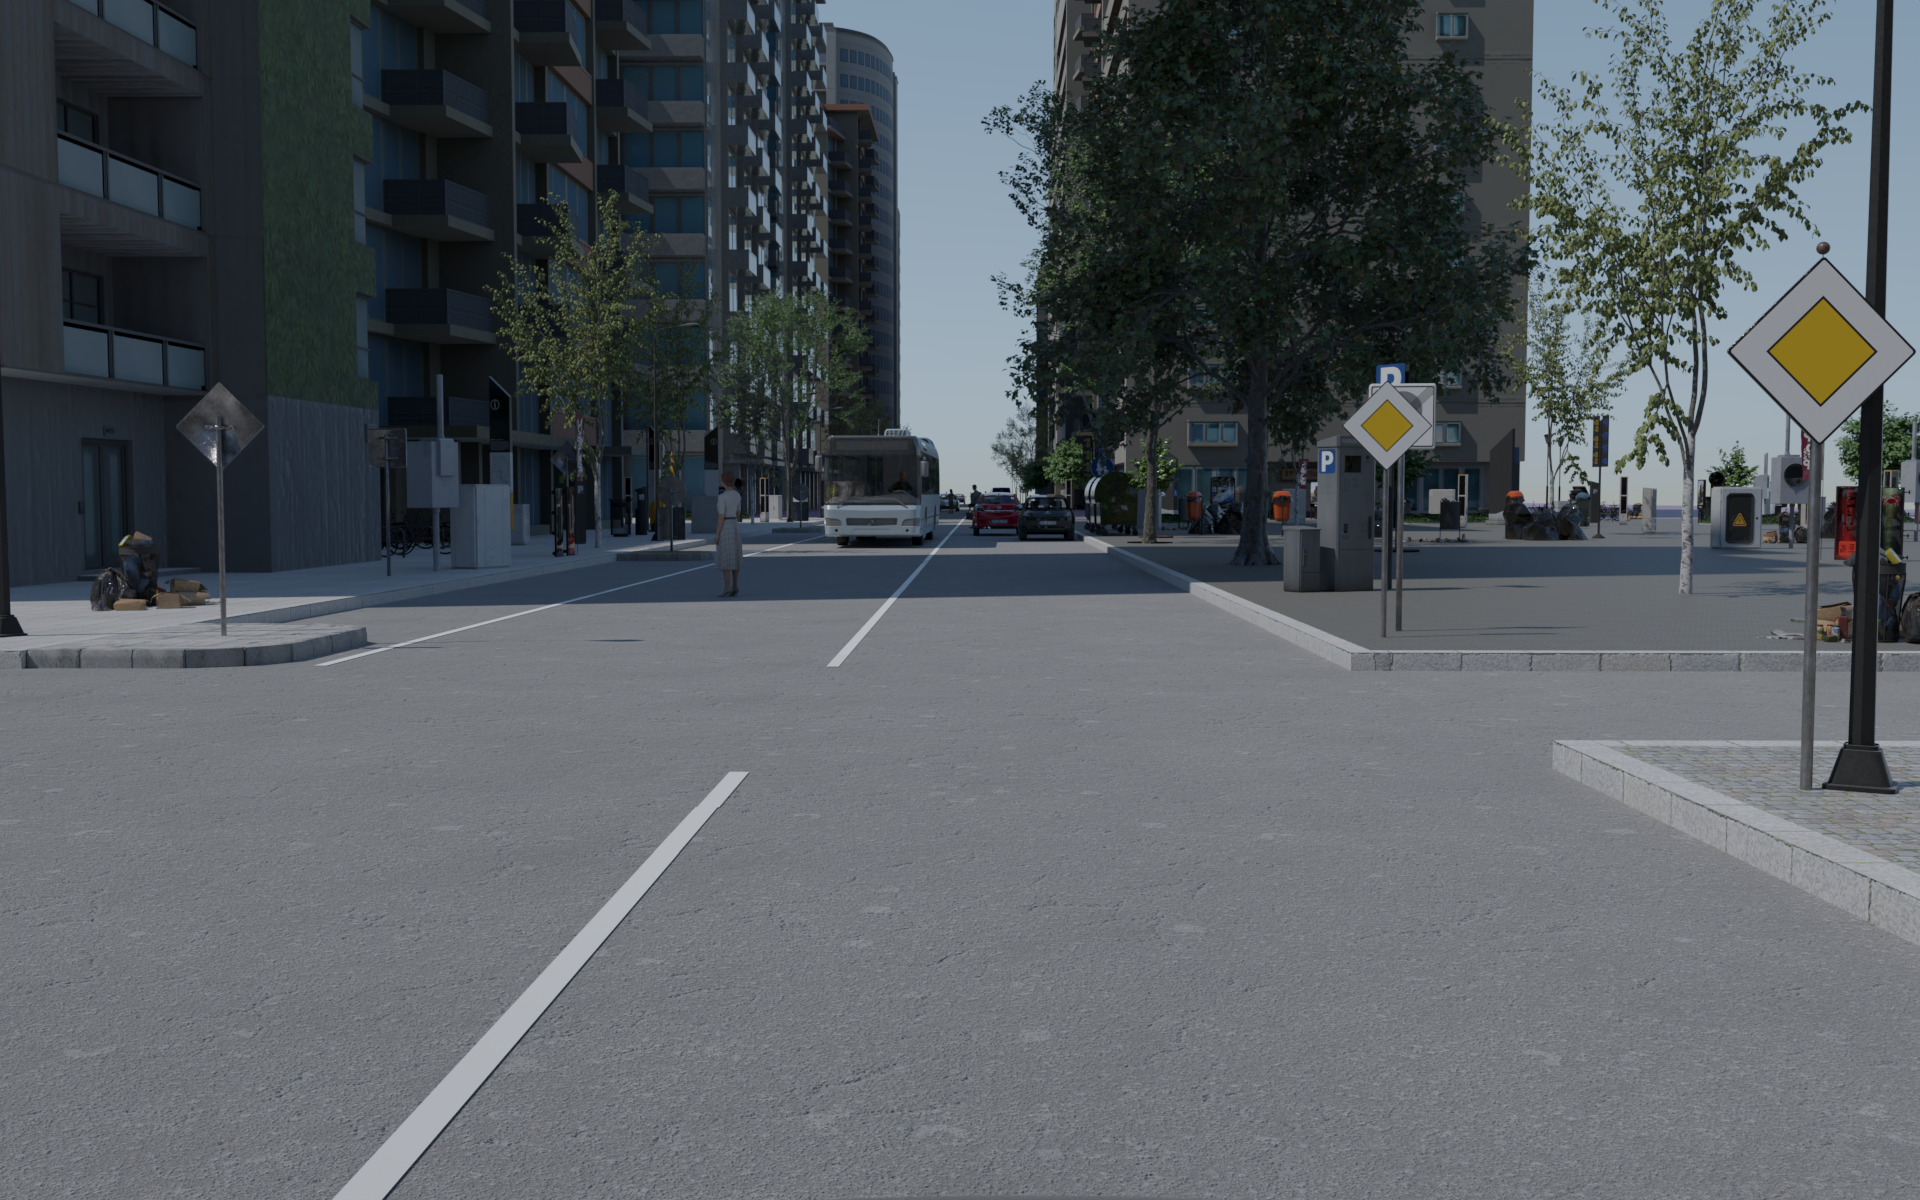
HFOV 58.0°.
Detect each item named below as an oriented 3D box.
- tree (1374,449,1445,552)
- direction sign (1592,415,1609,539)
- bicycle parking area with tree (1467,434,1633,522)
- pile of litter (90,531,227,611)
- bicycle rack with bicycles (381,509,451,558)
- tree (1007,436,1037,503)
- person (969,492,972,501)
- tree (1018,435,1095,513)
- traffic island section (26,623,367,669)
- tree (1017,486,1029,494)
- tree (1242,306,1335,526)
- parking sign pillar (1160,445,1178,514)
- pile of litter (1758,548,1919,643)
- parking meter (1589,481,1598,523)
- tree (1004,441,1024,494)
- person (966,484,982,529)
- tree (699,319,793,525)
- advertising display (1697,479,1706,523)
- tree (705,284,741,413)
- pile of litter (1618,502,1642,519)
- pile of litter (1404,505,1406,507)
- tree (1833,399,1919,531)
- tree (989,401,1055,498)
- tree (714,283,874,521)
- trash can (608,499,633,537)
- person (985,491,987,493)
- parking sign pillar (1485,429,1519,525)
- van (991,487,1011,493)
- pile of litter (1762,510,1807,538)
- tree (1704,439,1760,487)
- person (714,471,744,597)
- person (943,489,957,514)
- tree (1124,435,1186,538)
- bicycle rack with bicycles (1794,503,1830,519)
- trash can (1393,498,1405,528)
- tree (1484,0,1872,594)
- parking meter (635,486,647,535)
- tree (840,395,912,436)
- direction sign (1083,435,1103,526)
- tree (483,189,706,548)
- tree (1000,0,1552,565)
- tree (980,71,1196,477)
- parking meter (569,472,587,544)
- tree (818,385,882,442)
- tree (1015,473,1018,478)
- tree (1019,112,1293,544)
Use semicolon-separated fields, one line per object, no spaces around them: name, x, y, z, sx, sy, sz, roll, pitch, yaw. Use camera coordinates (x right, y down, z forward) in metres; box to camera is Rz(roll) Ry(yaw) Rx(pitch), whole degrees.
tree;9.654;-2.689;38.570;1.663;3.219;1.824;0;3;0
direction sign;18.484;-3.549;50.031;0.379;3.537;0.876;0;4;-8
bicycle parking area with tree;29.068;-6.009;85.242;9.016;4.147;8.231;3;4;38
pile of litter;-9.132;-0.353;19.744;1.176;0.858;1.719;3;4;36
bicycle rack with bicycles;-12.149;-1.370;35.777;2.925;0.926;2.852;0;4;4
tree;7.229;-15.554;204.663;4.737;8.622;4.395;0;3;0
person;1.312;-11.778;202.533;0.415;1.643;0.593;0;4;2
tree;6.302;-6.849;95.701;4.285;4.588;4.351;0;3;0
traffic island section;-6.681;0.404;15.670;2.009;0.180;2.903;0;4;1
tree;8.205;-13.498;215.287;1.663;3.219;1.824;0;3;0
tree;12.402;-6.939;63.813;4.360;8.622;3.978;0;3;0
parking sign pillar;10.515;-6.145;88.935;1.447;3.967;1.447;3;4;37
pile of litter;8.027;-0.080;15.279;1.719;0.858;1.176;3;4;37
parking meter;28.178;-4.355;76.913;0.399;1.863;0.255;0;4;5
tree;7.763;-17.736;240.345;4.360;8.622;3.978;0;3;0
person;0.690;-3.847;71.366;0.822;1.834;0.622;3;4;37
tree;-8.730;-7.454;72.239;4.360;8.622;3.978;0;3;0
advertising display;32.832;-4.371;76.687;0.123;1.923;0.974;1;4;9
tree;-8.872;-6.279;53.028;4.737;8.622;4.395;0;3;0
pile of litter;34.666;-4.571;88.701;1.176;0.858;1.719;-3;5;-43
pile of litter;21.196;-4.268;83.745;1.176;0.858;1.719;-3;5;-40
tree;31.887;-4.659;59.892;4.285;4.588;4.351;0;3;0
tree;6.585;-14.651;173.951;8.767;10.594;7.601;2;4;27
tree;-8.187;-9.697;84.300;9.928;11.665;9.643;0;3;0
trash can;-10.161;-2.459;51.858;0.748;1.137;0.748;0;3;0
person;3.261;-13.061;222.055;0.705;1.823;1.348;1;4;11
parking sign pillar;22.625;-5.108;71.994;1.447;3.967;1.447;-2;4;-26
van;3.737;-9.523;160.085;2.240;2.365;5.245;0;4;-1
pile of litter;21.538;-1.916;45.292;1.719;0.858;1.176;2;4;29
tree;27.593;-4.089;61.451;1.663;3.219;1.824;0;3;0
person;-3.283;-0.925;24.190;0.524;1.755;0.480;2;4;33
person;-0.689;-7.279;127.508;1.348;1.824;0.705;-3;5;-45
tree;5.741;-3.441;50.864;1.663;3.219;1.824;0;3;0
bicycle rack with bicycles;33.067;-3.231;66.217;2.852;0.926;2.925;0;4;4
trash can;16.520;-3.305;65.691;0.748;1.137;0.748;0;3;0
tree;9.116;-4.388;22.106;4.737;8.622;4.395;0;3;0
parking meter;-9.963;-2.794;54.095;0.372;1.533;0.369;0;3;0
tree;-7.588;-13.905;161.754;8.767;10.594;7.601;-1;4;-10
direction sign;5.116;-4.578;66.852;0.876;3.537;0.379;-2;4;-27
tree;-8.885;-5.550;41.111;4.737;8.622;4.395;0;3;0
tree;5.491;-6.986;31.222;9.611;12.733;9.660;0;3;0
tree;7.126;-13.444;75.701;12.611;20.169;13.585;0;3;0
parking meter;-9.806;-2.369;44.451;0.255;1.863;0.399;3;5;39
tree;-7.250;-9.773;110.154;4.360;8.622;3.978;0;3;0
tree;6.538;-10.255;151.381;4.285;4.588;4.351;0;3;0
tree;5.043;-7.267;44.566;9.928;11.665;9.643;0;3;0
